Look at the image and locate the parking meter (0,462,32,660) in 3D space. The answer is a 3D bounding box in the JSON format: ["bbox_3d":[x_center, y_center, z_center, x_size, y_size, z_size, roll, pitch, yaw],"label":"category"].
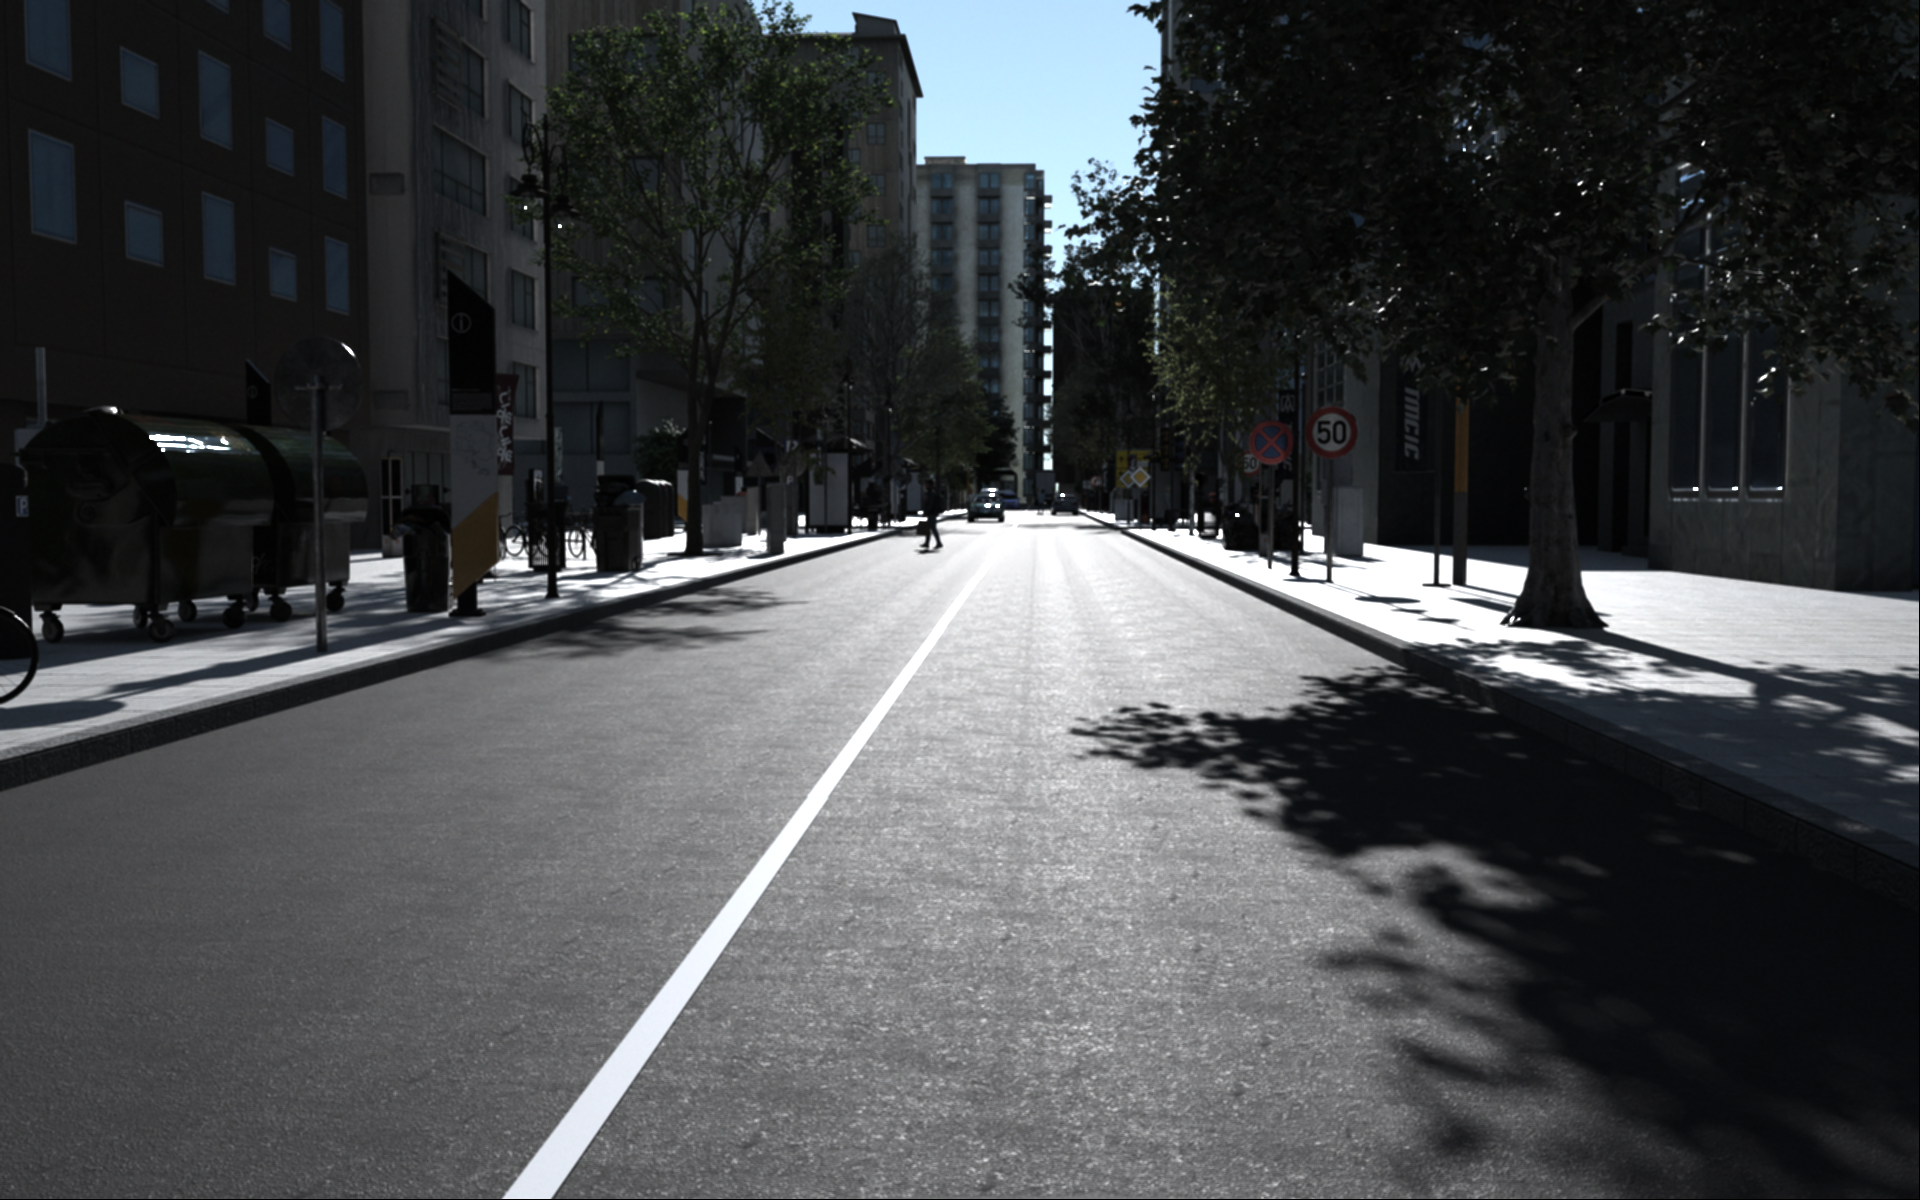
[{"bbox_3d":[-7.462,-0.312,13.506,0.372,1.533,0.369,0,3,0],"label":"parking meter"}]

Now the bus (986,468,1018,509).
[{"bbox_3d":[4.140,-10.635,165.435,2.896,3.916,12.252,0,4,3],"label":"bus"}]

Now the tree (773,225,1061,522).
[{"bbox_3d":[-3.277,-10.280,78.448,12.009,13.543,11.850,0,3,0],"label":"tree"}]

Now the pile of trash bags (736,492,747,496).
[{"bbox_3d":[-8.578,-3.964,74.556,1.912,1.369,3.447,-3,5,-43],"label":"pile of trash bags"}]

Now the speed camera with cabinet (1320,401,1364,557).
[{"bbox_3d":[8.015,-2.567,36.302,0.660,3.252,2.038,0,4,2],"label":"speed camera with cabinet"}]

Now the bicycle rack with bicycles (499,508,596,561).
[{"bbox_3d":[-8.656,-1.303,34.693,2.852,0.926,2.925,-2,4,-35],"label":"bicycle rack with bicycles"}]

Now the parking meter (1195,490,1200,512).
[{"bbox_3d":[15.866,-6.548,115.466,0.372,1.533,0.369,0,3,0],"label":"parking meter"}]

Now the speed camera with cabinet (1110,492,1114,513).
[{"bbox_3d":[11.046,-7.403,115.379,2.038,3.252,0.660,0,4,-4],"label":"speed camera with cabinet"}]

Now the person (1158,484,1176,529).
[{"bbox_3d":[7.977,-3.541,66.575,0.728,1.800,0.709,1,4,14],"label":"person"}]

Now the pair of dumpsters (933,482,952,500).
[{"bbox_3d":[-1.493,-8.059,134.262,1.574,2.255,4.437,0,4,3],"label":"pair of dumpsters"}]

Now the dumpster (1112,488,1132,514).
[{"bbox_3d":[10.566,-6.533,112.575,1.264,1.857,1.865,0,4,2],"label":"dumpster"}]

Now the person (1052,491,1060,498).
[{"bbox_3d":[11.015,-11.442,195.584,1.348,1.824,0.705,1,4,21],"label":"person"}]

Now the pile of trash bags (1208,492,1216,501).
[{"bbox_3d":[15.599,-5.439,98.672,3.447,1.369,1.912,-2,4,-29],"label":"pile of trash bags"}]

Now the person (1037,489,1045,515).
[{"bbox_3d":[5.654,-6.848,120.727,0.793,1.790,0.793,3,5,41],"label":"person"}]

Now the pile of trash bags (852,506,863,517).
[{"bbox_3d":[-6.414,-5.270,95.910,3.447,1.369,1.912,1,4,18],"label":"pile of trash bags"}]

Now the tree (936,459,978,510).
[{"bbox_3d":[-0.084,-10.232,151.009,4.285,4.588,4.351,0,3,0],"label":"tree"}]

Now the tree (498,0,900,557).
[{"bbox_3d":[-5.357,-6.725,35.702,9.928,11.665,9.643,0,3,0],"label":"tree"}]

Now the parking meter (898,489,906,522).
[{"bbox_3d":[-2.708,-4.421,80.701,0.372,1.533,0.369,0,3,0],"label":"parking meter"}]

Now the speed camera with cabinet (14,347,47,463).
[{"bbox_3d":[-12.857,-1.746,22.880,2.038,3.252,0.660,-2,4,-33],"label":"speed camera with cabinet"}]

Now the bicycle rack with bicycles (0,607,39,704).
[{"bbox_3d":[-7.042,0.185,10.351,2.925,0.926,2.852,0,4,-8],"label":"bicycle rack with bicycles"}]

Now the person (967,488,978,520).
[{"bbox_3d":[0.786,-5.185,93.944,0.731,1.740,0.598,-2,4,-24],"label":"person"}]

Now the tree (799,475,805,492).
[{"bbox_3d":[-7.844,-5.979,92.354,1.663,3.219,1.824,0,3,0],"label":"tree"}]

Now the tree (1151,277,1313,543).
[{"bbox_3d":[7.169,-5.792,45.056,4.737,8.622,4.395,0,3,0],"label":"tree"}]

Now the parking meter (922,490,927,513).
[{"bbox_3d":[-2.702,-7.558,131.983,0.372,1.533,0.369,0,3,0],"label":"parking meter"}]

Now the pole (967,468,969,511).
[{"bbox_3d":[0.638,-8.633,134.997,0.158,3.312,0.155,0,3,0],"label":"pole"}]

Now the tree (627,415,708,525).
[{"bbox_3d":[-12.287,-5.420,72.326,4.285,4.588,4.351,0,3,0],"label":"tree"}]

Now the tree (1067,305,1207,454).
[{"bbox_3d":[8.755,-9.278,86.100,7.601,10.594,8.767,-2,4,-25],"label":"tree"}]

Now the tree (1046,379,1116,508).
[{"bbox_3d":[11.337,-14.077,155.918,9.928,11.665,9.643,0,3,0],"label":"tree"}]

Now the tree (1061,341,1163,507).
[{"bbox_3d":[11.229,-13.819,136.303,12.009,13.543,11.850,0,3,0],"label":"tree"}]

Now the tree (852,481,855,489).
[{"bbox_3d":[-7.170,-6.841,106.455,1.663,3.219,1.824,0,3,0],"label":"tree"}]

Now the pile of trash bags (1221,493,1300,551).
[{"bbox_3d":[7.139,-1.902,40.850,1.912,1.369,3.447,1,4,11],"label":"pile of trash bags"}]

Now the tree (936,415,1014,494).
[{"bbox_3d":[0.728,-14.906,178.118,7.601,10.594,8.767,1,4,12],"label":"tree"}]

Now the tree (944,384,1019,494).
[{"bbox_3d":[2.295,-17.512,192.974,9.857,13.997,8.962,0,3,0],"label":"tree"}]

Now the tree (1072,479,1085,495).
[{"bbox_3d":[15.344,-13.875,221.450,1.663,3.219,1.824,0,3,0],"label":"tree"}]

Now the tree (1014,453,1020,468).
[{"bbox_3d":[3.387,-17.325,217.667,8.767,10.594,7.601,0,4,2],"label":"tree"}]

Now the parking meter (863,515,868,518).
[{"bbox_3d":[-5.045,-5.202,93.462,0.372,1.533,0.369,0,3,0],"label":"parking meter"}]

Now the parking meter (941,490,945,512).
[{"bbox_3d":[-1.249,-6.956,122.148,0.372,1.533,0.369,0,3,0],"label":"parking meter"}]

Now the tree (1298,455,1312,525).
[{"bbox_3d":[14.983,-4.727,71.883,1.663,3.219,1.824,0,3,0],"label":"tree"}]

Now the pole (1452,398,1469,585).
[{"bbox_3d":[7.065,-1.869,24.400,0.158,3.312,0.155,0,3,0],"label":"pole"}]

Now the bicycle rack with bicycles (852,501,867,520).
[{"bbox_3d":[-5.518,-4.438,85.940,2.925,0.926,2.852,1,4,17],"label":"bicycle rack with bicycles"}]

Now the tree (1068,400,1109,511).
[{"bbox_3d":[10.168,-10.905,128.657,4.360,8.622,3.978,0,3,0],"label":"tree"}]

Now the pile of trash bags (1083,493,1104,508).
[{"bbox_3d":[11.091,-8.012,140.753,1.912,1.369,3.447,-2,4,-31],"label":"pile of trash bags"}]

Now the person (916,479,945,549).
[{"bbox_3d":[-0.774,-2.224,44.854,0.713,1.824,0.794,1,4,18],"label":"person"}]

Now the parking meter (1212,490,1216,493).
[{"bbox_3d":[15.530,-5.935,105.444,0.372,1.533,0.369,0,3,0],"label":"parking meter"}]

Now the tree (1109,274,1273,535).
[{"bbox_3d":[7.552,-6.380,54.668,4.360,8.622,3.978,0,3,0],"label":"tree"}]

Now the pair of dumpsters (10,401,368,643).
[{"bbox_3d":[-7.330,-0.879,16.872,1.574,2.255,4.437,0,4,2],"label":"pair of dumpsters"}]

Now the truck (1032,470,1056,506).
[{"bbox_3d":[10.200,-13.473,209.191,2.839,4.237,11.283,0,4,2],"label":"truck"}]

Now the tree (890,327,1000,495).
[{"bbox_3d":[-1.208,-12.105,116.046,7.486,12.596,7.792,0,3,0],"label":"tree"}]

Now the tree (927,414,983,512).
[{"bbox_3d":[-0.632,-10.651,124.512,4.737,8.622,4.395,0,3,0],"label":"tree"}]

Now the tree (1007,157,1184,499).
[{"bbox_3d":[8.049,-14.963,100.542,12.611,20.169,13.585,0,3,0],"label":"tree"}]

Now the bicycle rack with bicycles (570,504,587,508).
[{"bbox_3d":[-13.055,-2.809,59.317,2.925,0.926,2.852,0,4,5],"label":"bicycle rack with bicycles"}]

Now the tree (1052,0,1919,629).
[{"bbox_3d":[5.685,-6.092,16.608,9.611,12.733,9.660,0,3,0],"label":"tree"}]

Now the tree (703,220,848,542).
[{"bbox_3d":[-4.800,-5.865,46.249,4.737,8.622,4.395,0,3,0],"label":"tree"}]

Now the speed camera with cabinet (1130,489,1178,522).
[{"bbox_3d":[9.054,-5.244,80.078,2.038,3.252,0.660,0,4,-3],"label":"speed camera with cabinet"}]

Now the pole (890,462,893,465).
[{"bbox_3d":[-4.207,-6.897,106.614,0.158,3.312,0.155,0,3,0],"label":"pole"}]
